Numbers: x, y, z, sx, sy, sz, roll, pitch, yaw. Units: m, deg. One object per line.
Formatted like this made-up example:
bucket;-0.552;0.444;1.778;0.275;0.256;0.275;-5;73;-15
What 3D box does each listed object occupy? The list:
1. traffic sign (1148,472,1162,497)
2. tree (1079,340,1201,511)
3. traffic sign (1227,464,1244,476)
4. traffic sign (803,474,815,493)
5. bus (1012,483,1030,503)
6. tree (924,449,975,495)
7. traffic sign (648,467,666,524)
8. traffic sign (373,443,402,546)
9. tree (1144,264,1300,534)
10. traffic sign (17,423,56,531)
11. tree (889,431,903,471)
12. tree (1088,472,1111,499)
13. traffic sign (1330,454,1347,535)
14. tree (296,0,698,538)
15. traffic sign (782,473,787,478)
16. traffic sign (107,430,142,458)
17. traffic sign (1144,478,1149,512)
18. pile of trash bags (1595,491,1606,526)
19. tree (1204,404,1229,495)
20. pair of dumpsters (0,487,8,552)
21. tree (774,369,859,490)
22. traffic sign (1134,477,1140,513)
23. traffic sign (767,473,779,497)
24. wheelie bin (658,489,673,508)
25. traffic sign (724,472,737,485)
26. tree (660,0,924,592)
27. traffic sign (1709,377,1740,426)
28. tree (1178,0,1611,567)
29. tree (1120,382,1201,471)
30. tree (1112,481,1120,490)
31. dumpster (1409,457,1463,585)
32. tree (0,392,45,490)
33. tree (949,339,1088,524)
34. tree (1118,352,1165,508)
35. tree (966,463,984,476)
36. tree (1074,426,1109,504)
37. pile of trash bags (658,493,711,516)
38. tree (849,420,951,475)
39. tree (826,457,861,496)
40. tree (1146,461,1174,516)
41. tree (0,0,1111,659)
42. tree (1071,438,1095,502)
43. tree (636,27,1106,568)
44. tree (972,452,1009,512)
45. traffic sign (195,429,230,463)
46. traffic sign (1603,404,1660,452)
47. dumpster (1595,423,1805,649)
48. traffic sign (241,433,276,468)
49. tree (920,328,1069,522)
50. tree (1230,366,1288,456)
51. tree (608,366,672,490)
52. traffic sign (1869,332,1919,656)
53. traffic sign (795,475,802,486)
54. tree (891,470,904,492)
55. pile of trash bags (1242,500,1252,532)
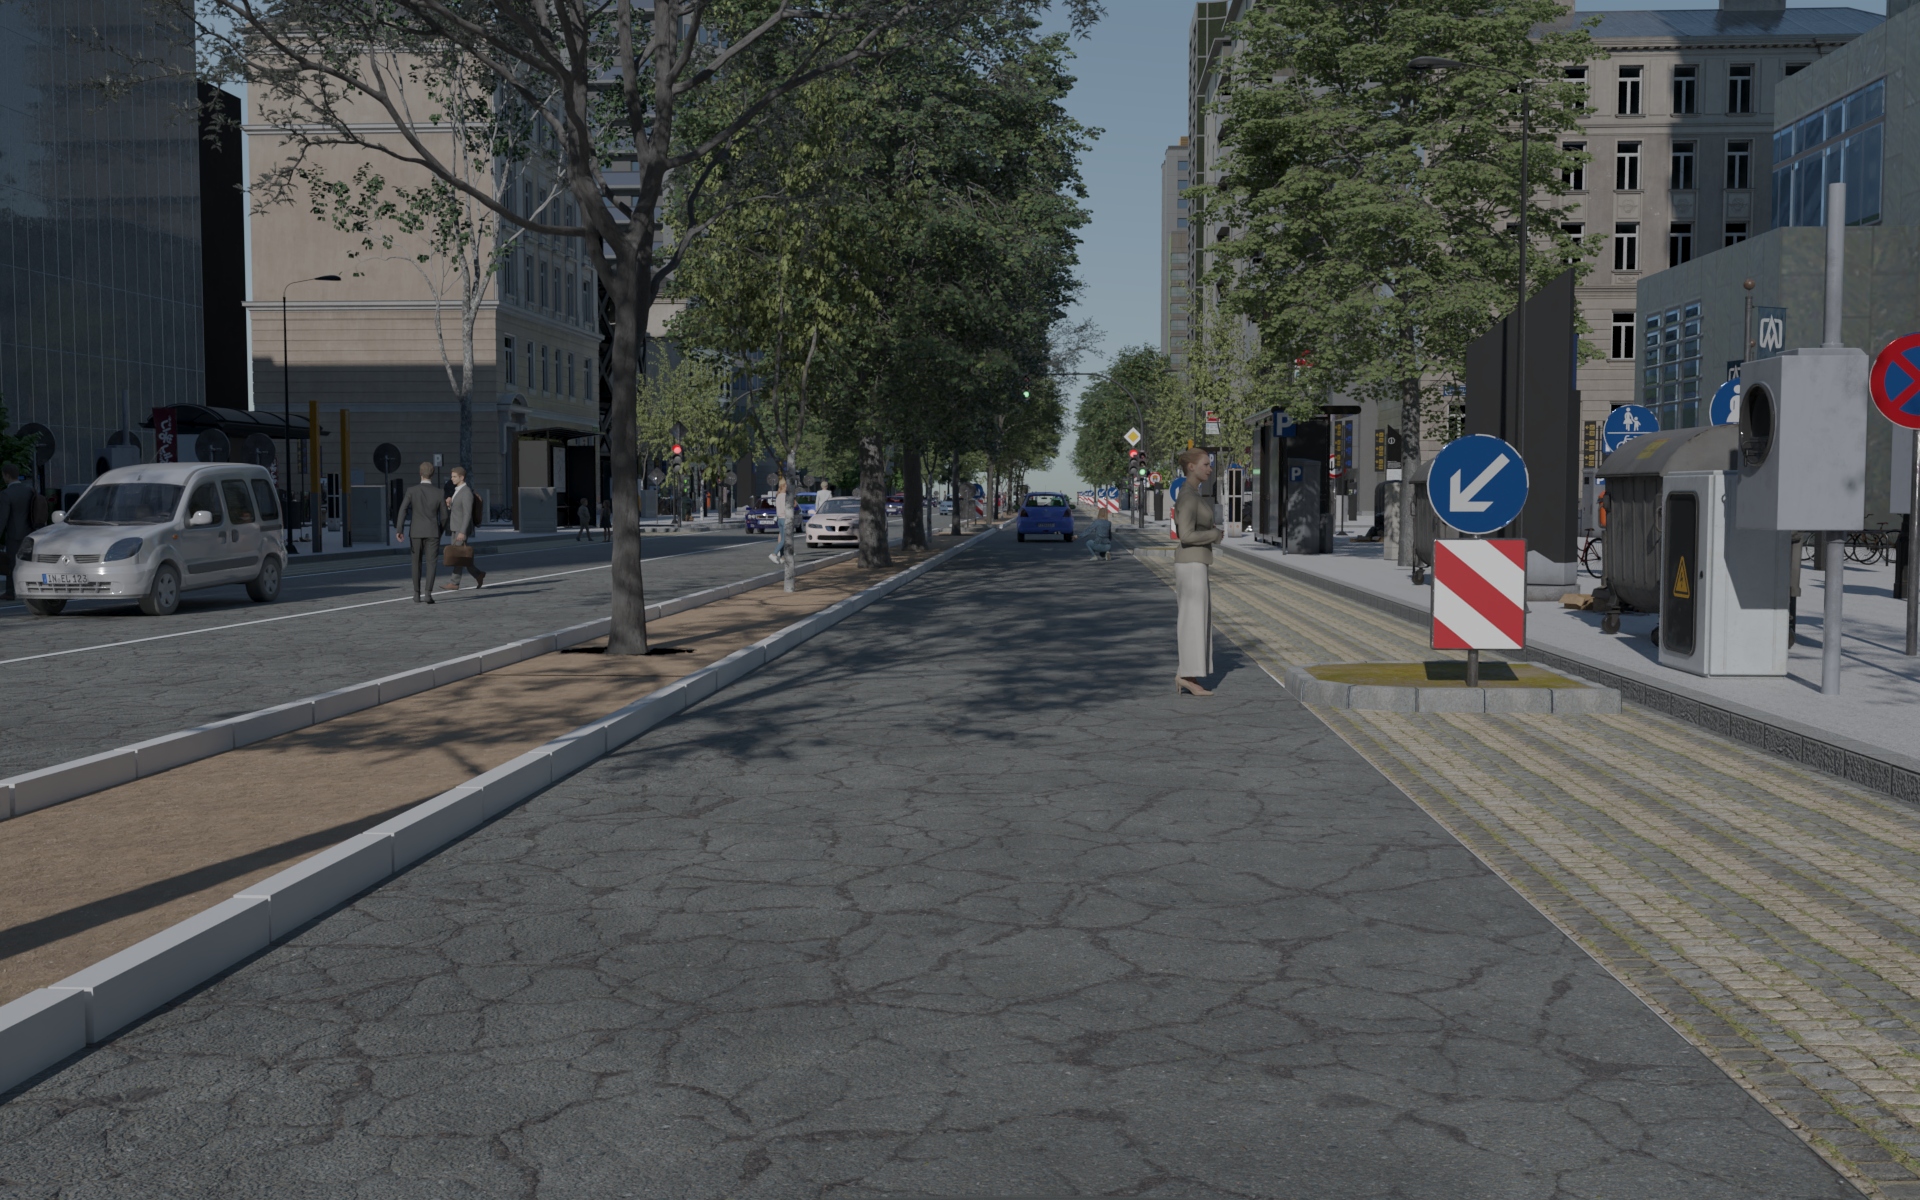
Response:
traffic sign;11.181;-6.065;99.270;0.768;2.556;0.104;1;4;10
tree;13.625;-12.960;128.900;9.611;12.733;9.660;0;3;0
traffic sign;11.476;-4.418;72.340;0.768;2.556;0.104;0;4;5
traffic sign;-9.827;-6.878;112.553;0.768;2.556;0.104;1;4;10
bus;10.489;-18.375;295.288;2.948;3.499;13.247;0;4;4
tree;-1.752;-21.420;267.226;9.611;12.733;9.660;0;3;0
traffic sign;-12.902;-4.439;73.757;0.795;2.450;0.064;0;4;6
traffic sign;-14.207;-2.621;42.957;0.768;2.556;0.104;1;4;11
tree;8.681;-6.421;55.350;4.737;8.622;4.395;0;3;0
traffic sign;-16.505;-1.884;30.912;0.768;2.556;0.104;0;4;4
tree;-4.557;-18.439;219.600;7.486;12.596;7.792;0;3;0
tree;17.740;-16.609;205.966;7.601;10.594;8.767;2;4;24
traffic sign;11.861;-3.346;54.808;0.768;2.556;0.104;0;4;5
tree;-13.812;-11.988;51.898;12.611;20.169;13.585;0;3;0
traffic sign;-10.330;-6.348;103.902;0.768;2.556;0.104;0;4;5
traffic sign;-16.557;-2.093;34.322;0.768;2.556;0.104;1;4;10
traffic sign;11.151;-6.270;104.649;0.606;2.300;0.079;1;4;8
pile of trash bags;15.201;-2.127;44.527;3.447;1.369;1.912;1;4;12
tree;20.647;-11.409;136.894;4.360;8.622;3.978;0;3;0
pair of dumpsters;-17.928;-1.634;29.212;1.574;2.255;4.437;0;4;3
tree;-10.241;-12.930;129.528;7.486;12.596;7.792;0;3;0
traffic sign;12.178;-7.260;118.800;0.768;2.556;0.104;1;4;12
traffic sign;-11.486;-6.487;106.171;0.768;2.556;0.104;1;4;12
wheelie bin;-18.072;-6.016;106.277;0.980;1.594;0.693;0;4;-4
traffic sign;-13.216;-6.092;99.714;0.768;2.556;0.104;1;4;12
tree;-2.499;-4.422;25.117;4.737;8.622;4.395;0;3;0
traffic sign;8.484;-1.141;18.761;0.768;2.556;0.104;1;4;9
tree;7.582;-6.869;30.439;7.486;12.596;7.792;0;3;0
tree;12.659;-9.900;112.226;4.360;8.622;3.978;0;3;0
tree;15.471;-10.406;164.741;1.663;3.219;1.824;0;3;0
dumpster;6.903;-1.088;23.553;1.264;1.857;1.865;0;4;3
tree;-15.778;-2.064;28.345;1.663;3.219;1.824;0;3;0
tree;1.286;-8.731;79.617;8.767;10.594;7.601;0;4;3
tree;14.595;-15.179;154.827;9.857;13.997;8.962;0;3;0
tree;0.807;-22.865;299.594;9.928;11.665;9.643;0;3;0
tree;19.499;-19.824;242.254;7.486;12.596;7.792;0;3;0
pile of trash bags;-16.712;-5.781;104.270;3.447;1.369;1.912;-1;4;-11
tree;-7.274;-14.473;162.390;9.928;11.665;9.643;0;3;0
tree;-9.256;-9.621;141.012;4.285;4.588;4.351;0;3;0
tree;11.701;-6.484;100.607;1.663;3.219;1.824;0;3;0
tree;-3.001;-6.265;15.264;12.009;13.543;11.850;0;3;0
tree;21.447;-21.332;274.534;9.928;11.665;9.643;0;3;0
tree;-1.657;-7.588;33.173;9.857;13.997;8.962;0;3;0
tree;-0.923;-5.983;50.643;4.737;8.622;4.395;0;3;0
traffic sign;-14.596;-2.061;33.809;0.768;2.556;0.104;1;4;12
traffic sign;9.535;-1.503;24.683;0.768;2.556;0.104;0;4;7
dumpster;6.407;-0.567;15.033;1.264;1.857;1.865;0;4;4
traffic sign;-14.700;-2.214;36.301;0.768;2.556;0.104;0;4;7
tree;1.613;-10.189;87.179;7.486;12.596;7.792;0;3;0
tree;18.235;-9.150;99.971;4.360;8.622;3.978;0;3;0
tree;-18.384;-9.136;99.731;4.360;8.622;3.978;0;3;0
traffic sign;7.560;-0.831;13.688;0.768;2.556;0.104;1;4;13
traffic sign;-11.149;-7.203;117.769;0.884;2.594;0.081;1;4;9
tree;-5.918;-12.640;190.377;4.285;4.588;4.351;0;3;0
pile of trash bags;10.652;-3.029;59.270;1.912;1.369;3.447;2;4;28
